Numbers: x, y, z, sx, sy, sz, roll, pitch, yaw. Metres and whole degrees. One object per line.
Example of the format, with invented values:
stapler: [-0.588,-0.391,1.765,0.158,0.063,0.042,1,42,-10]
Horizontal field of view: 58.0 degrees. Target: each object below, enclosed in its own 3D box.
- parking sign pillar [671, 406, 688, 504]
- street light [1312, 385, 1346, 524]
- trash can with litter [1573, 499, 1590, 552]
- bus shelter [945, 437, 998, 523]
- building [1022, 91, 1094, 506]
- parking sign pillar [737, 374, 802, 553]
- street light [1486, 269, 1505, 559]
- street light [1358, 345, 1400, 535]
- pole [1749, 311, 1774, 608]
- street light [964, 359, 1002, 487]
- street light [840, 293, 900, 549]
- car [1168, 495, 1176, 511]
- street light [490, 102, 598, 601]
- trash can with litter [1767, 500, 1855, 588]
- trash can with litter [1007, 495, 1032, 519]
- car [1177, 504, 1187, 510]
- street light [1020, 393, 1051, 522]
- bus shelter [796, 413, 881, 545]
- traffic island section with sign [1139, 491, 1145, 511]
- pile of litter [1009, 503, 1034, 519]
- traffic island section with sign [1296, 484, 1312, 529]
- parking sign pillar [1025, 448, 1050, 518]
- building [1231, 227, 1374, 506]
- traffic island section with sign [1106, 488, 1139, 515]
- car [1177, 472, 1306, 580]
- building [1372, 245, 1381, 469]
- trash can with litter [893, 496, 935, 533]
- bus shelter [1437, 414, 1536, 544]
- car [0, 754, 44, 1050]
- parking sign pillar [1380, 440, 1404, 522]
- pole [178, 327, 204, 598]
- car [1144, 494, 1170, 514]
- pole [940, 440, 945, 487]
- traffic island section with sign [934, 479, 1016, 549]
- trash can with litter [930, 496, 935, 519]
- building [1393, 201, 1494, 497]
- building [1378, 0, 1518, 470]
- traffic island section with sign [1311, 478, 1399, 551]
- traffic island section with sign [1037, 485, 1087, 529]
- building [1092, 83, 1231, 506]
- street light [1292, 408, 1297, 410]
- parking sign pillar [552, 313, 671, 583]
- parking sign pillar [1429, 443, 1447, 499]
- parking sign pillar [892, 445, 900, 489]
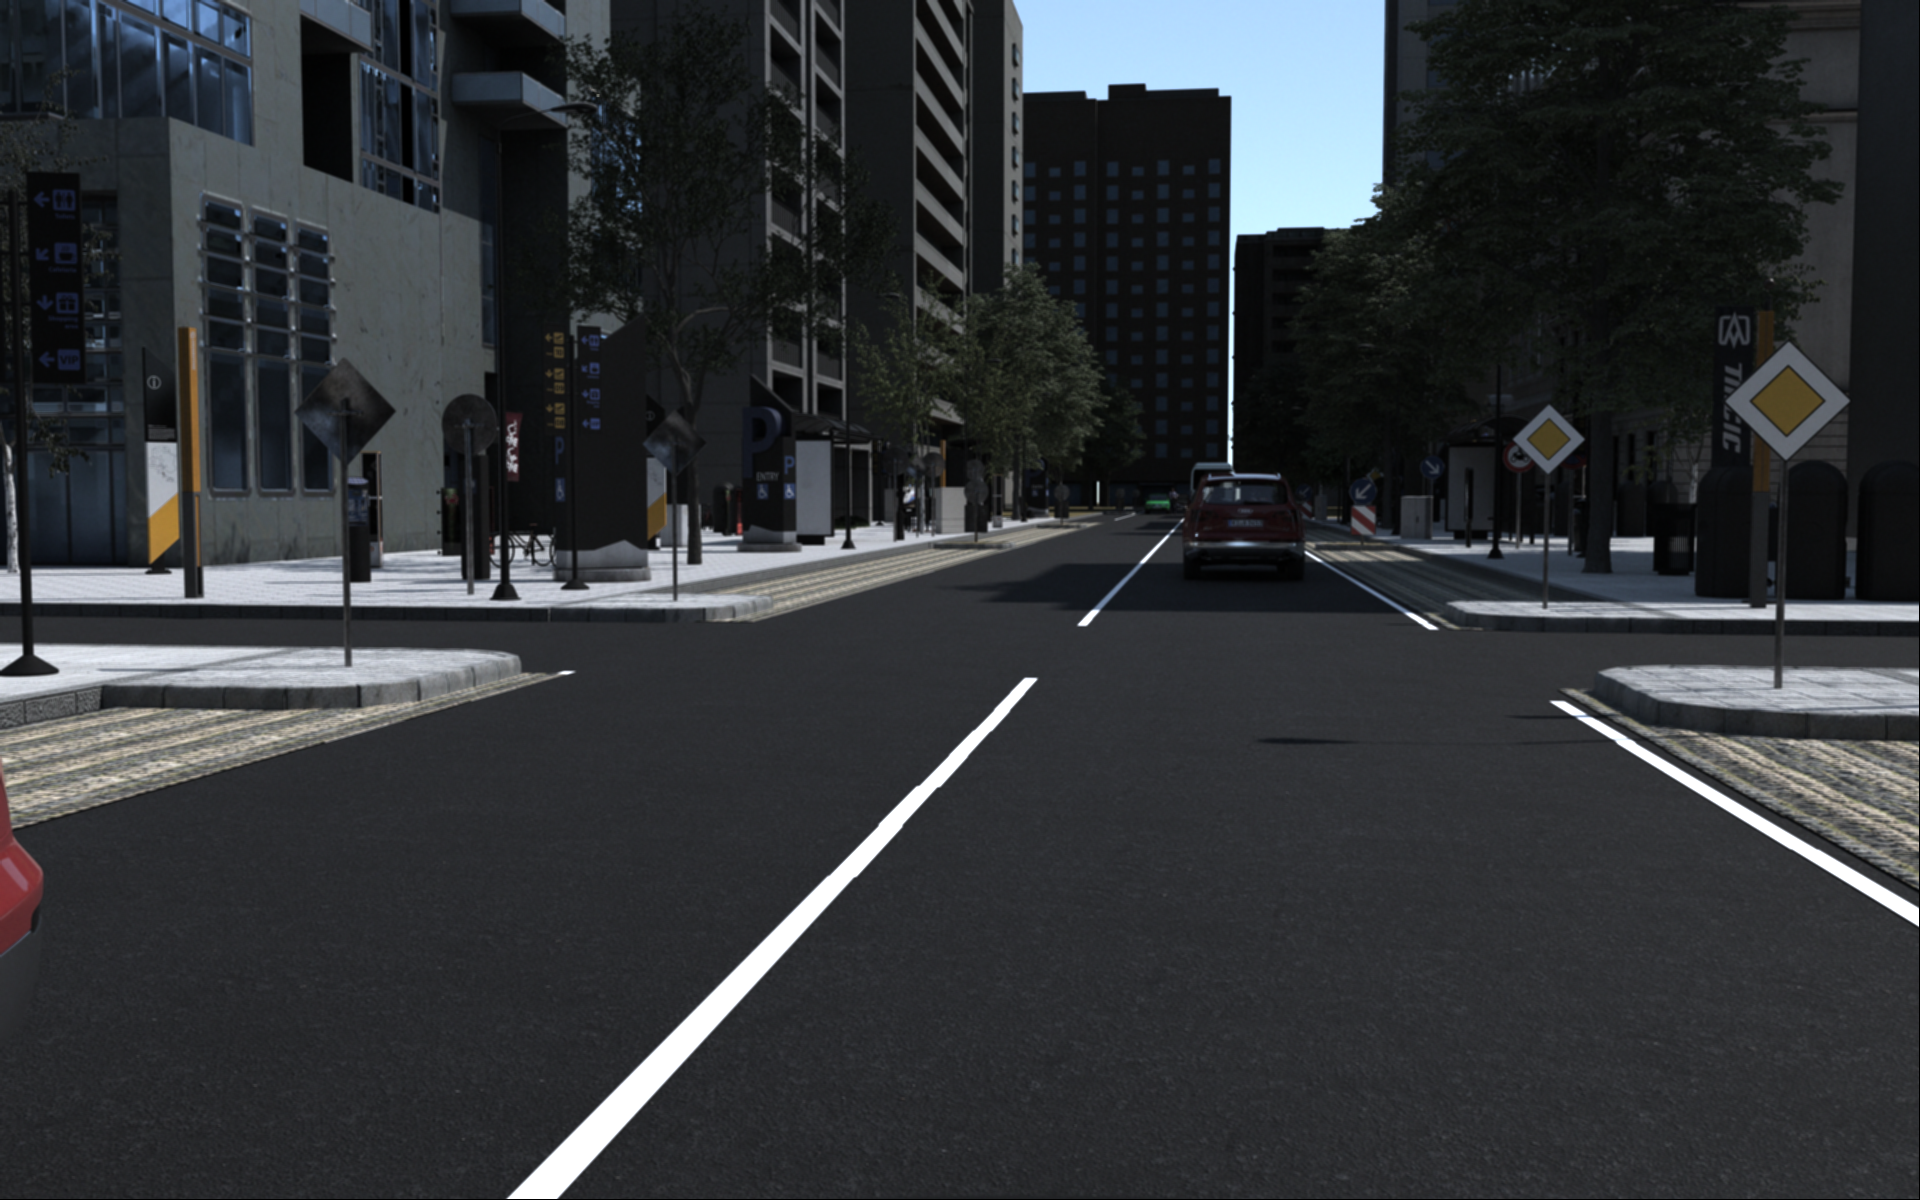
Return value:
parking sign pillar: [-8.486,-3.821,50.941,1.447,3.967,1.447,1,4,13]
street light: [15.749,-6.172,73.449,1.470,5.913,1.316,0,4,8]
trash can with litter: [13.850,-1.665,38.614,0.624,1.170,1.055,1,4,14]
bus shelter: [0.479,-5.117,74.947,1.731,3.624,6.357,1,4,8]
building: [8.455,-33.228,193.384,14.200,45.320,14.600,0,4,8]
parking sign pillar: [-4.252,-3.061,38.514,1.447,3.967,1.447,3,5,39]
street light: [10.111,-3.780,34.336,1.470,5.913,1.316,0,4,8]
street light: [13.054,-4.975,53.875,1.470,5.913,1.316,0,4,8]
pole: [8.998,-1.566,19.440,0.158,3.312,0.155,0,3,0]
street light: [0.733,-5.340,59.855,1.470,5.913,1.316,0,4,8]
street light: [-2.079,-4.144,40.298,1.470,5.913,1.316,0,4,8]
car: [17.347,-8.185,146.407,1.945,1.354,3.894,1,4,9]
street light: [-4.982,-2.949,20.754,1.470,5.913,1.316,0,4,8]
trash can with litter: [11.558,-0.791,23.997,2.233,1.210,1.678,2,4,28]
trash can with litter: [2.888,-4.718,88.195,1.678,1.210,2.233,2,4,29]
car: [19.653,-8.877,157.505,2.083,1.381,4.827,1,4,9]
street light: [3.491,-6.546,79.561,1.470,5.913,1.316,0,4,8]
bus shelter: [-3.588,-3.185,45.991,2.014,3.302,5.546,0,4,8]
traffic island section with sign: [15.172,-8.554,148.478,1.989,1.847,2.006,0,4,8]
pile of litter: [3.210,-4.729,91.290,1.719,0.858,1.176,-1,4,-12]
traffic island section with sign: [13.953,-3.815,71.000,1.989,1.847,2.006,0,4,8]
parking sign pillar: [4.131,-6.434,93.673,1.447,3.967,1.447,2,4,26]
building: [37.106,-25.614,190.485,14.107,30.474,14.160,0,4,8]
traffic island section with sign: [11.302,-6.902,121.470,1.989,1.847,2.006,0,4,8]
car: [4.966,-1.341,30.597,2.281,1.827,5.304,0,4,8]
building: [50.990,-25.457,187.918,14.107,30.474,14.160,0,4,8]
trash can with litter: [-1.099,-2.864,57.885,1.678,1.210,2.233,-2,4,-35]
bus shelter: [14.276,-3.232,46.765,2.014,3.302,5.546,0,4,8]
car: [-2.824,0.477,0.883,2.281,1.827,5.304,0,4,6]
parking sign pillar: [19.977,-5.557,79.325,1.447,3.967,1.447,0,4,0]
pole: [-9.460,-1.679,21.297,0.158,3.312,0.155,0,3,0]
car: [14.160,-7.028,123.699,1.959,1.807,4.718,1,4,9]
pole: [-0.653,-4.377,65.414,0.158,3.312,0.155,0,3,0]
traffic island section with sign: [0.431,-2.253,45.459,1.989,1.847,2.006,0,4,8]
trash can with litter: [-1.200,-4.614,86.821,1.055,1.170,0.624,-3,4,-39]
building: [44.356,-16.513,115.021,27.650,21.520,28.899,0,4,8]
building: [45.643,-36.743,142.739,21.231,58.520,28.212,0,4,8]
traffic island section with sign: [10.136,-2.183,44.315,1.989,1.847,2.006,0,4,8]
traffic island section with sign: [4.301,-3.904,72.458,1.989,1.847,2.006,0,4,8]
building: [22.627,-33.151,192.137,14.200,45.320,14.600,0,4,8]
street light: [18.484,-7.369,93.017,1.470,5.913,1.316,0,4,8]
parking sign pillar: [-5.316,-2.272,25.624,1.447,3.967,1.447,-3,4,-36]
parking sign pillar: [24.961,-6.241,90.516,1.447,3.967,1.447,3,4,37]
parking sign pillar: [-3.446,-6.427,93.550,1.447,3.967,1.447,0,4,-2]
